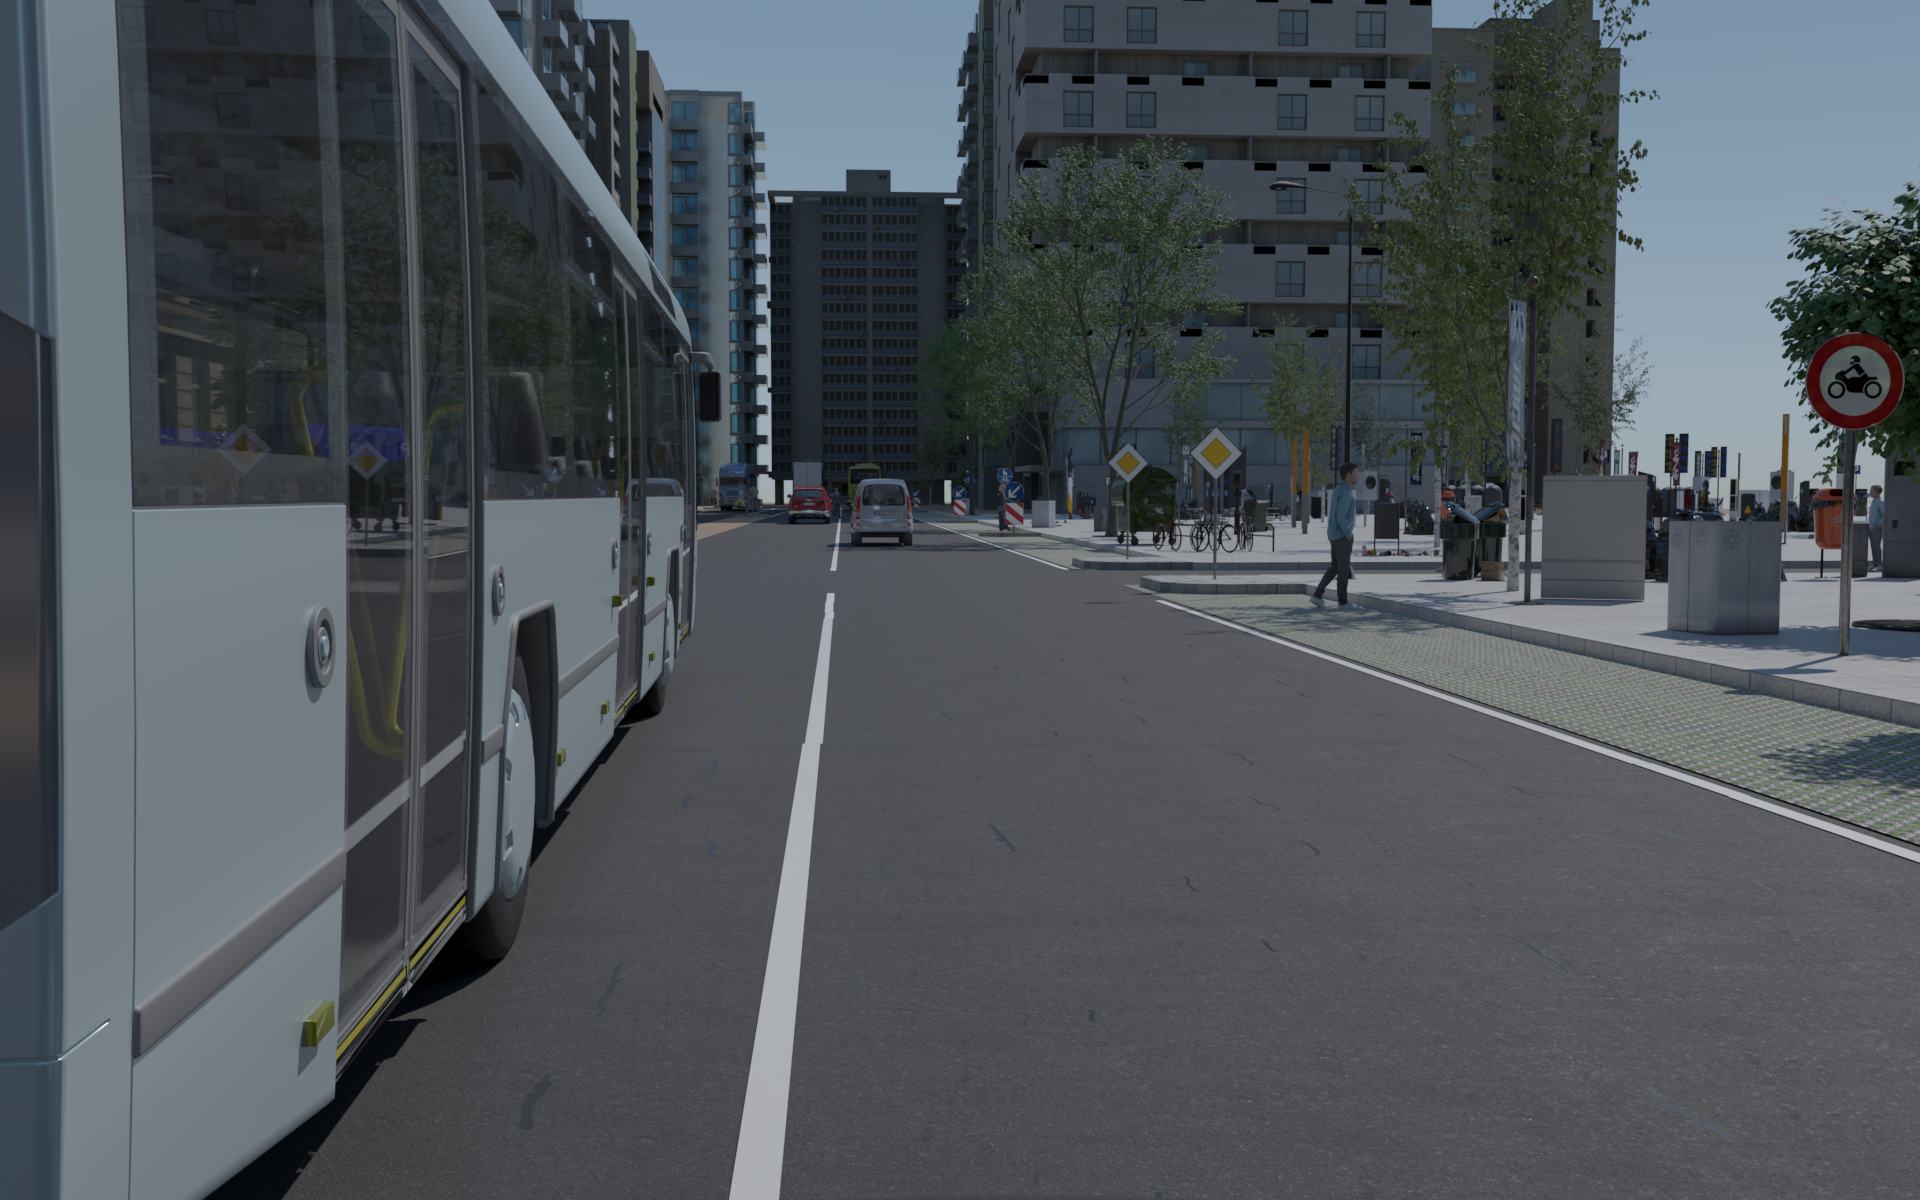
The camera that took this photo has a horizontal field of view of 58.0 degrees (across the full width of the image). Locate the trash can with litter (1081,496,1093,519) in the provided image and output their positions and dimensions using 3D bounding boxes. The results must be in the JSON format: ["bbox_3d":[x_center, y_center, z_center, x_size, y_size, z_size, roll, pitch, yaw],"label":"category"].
[{"bbox_3d":[6.590,-4.775,89.461,0.624,1.170,1.055,0,4,0],"label":"trash can with litter"}]

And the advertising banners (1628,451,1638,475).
[{"bbox_3d":[27.233,-4.614,71.630,0.090,3.025,2.074,-2,4,-24],"label":"advertising banners"}]

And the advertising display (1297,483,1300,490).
[{"bbox_3d":[18.904,-5.611,96.957,0.123,1.923,0.974,1,4,16],"label":"advertising display"}]

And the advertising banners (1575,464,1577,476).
[{"bbox_3d":[31.850,-5.692,89.251,0.090,3.025,2.074,1,4,12],"label":"advertising banners"}]

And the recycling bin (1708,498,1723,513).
[{"bbox_3d":[46.951,-5.819,107.699,0.722,1.027,0.722,3,5,41],"label":"recycling bin"}]

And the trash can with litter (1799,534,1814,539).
[{"bbox_3d":[24.902,-2.367,49.755,2.233,1.210,1.678,-1,4,-23],"label":"trash can with litter"}]

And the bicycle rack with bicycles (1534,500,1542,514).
[{"bbox_3d":[36.456,-5.826,108.635,2.852,0.926,2.925,-2,4,-31],"label":"bicycle rack with bicycles"}]

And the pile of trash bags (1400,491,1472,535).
[{"bbox_3d":[15.021,-2.715,54.145,1.912,1.369,3.447,0,4,6],"label":"pile of trash bags"}]

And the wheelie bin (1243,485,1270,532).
[{"bbox_3d":[10.001,-3.107,58.711,0.980,1.594,0.693,-3,4,-36],"label":"wheelie bin"}]

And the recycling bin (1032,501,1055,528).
[{"bbox_3d":[3.205,-3.292,66.377,0.722,1.027,0.722,2,4,24],"label":"recycling bin"}]

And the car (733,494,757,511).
[{"bbox_3d":[-17.985,-8.257,145.219,2.015,1.641,3.980,0,4,-2],"label":"car"}]

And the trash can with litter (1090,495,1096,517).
[{"bbox_3d":[7.187,-5.204,96.150,1.678,1.210,2.233,-2,4,-34],"label":"trash can with litter"}]

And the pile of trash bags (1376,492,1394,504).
[{"bbox_3d":[23.110,-5.043,92.204,1.912,1.369,3.447,0,4,2],"label":"pile of trash bags"}]

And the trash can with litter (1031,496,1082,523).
[{"bbox_3d":[3.994,-3.972,76.007,2.233,1.210,1.678,-1,4,-8],"label":"trash can with litter"}]

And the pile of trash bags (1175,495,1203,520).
[{"bbox_3d":[11.458,-4.668,86.079,1.912,1.369,3.447,-3,5,-41],"label":"pile of trash bags"}]

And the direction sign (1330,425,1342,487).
[{"bbox_3d":[12.383,-3.979,57.060,0.379,3.537,0.876,2,4,35],"label":"direction sign"}]

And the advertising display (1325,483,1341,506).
[{"bbox_3d":[22.352,-6.014,103.549,0.974,1.923,0.123,1,4,18],"label":"advertising display"}]

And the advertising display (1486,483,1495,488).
[{"bbox_3d":[29.720,-5.631,97.276,0.974,1.923,0.123,-3,5,-44],"label":"advertising display"}]

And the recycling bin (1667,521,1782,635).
[{"bbox_3d":[7.099,-0.217,16.100,0.722,1.027,0.722,-1,4,-12],"label":"recycling bin"}]

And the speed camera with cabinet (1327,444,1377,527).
[{"bbox_3d":[15.284,-4.471,67.431,2.038,3.252,0.660,-2,4,-29],"label":"speed camera with cabinet"}]

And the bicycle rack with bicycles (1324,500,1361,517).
[{"bbox_3d":[20.670,-5.139,97.404,2.852,0.926,2.925,-3,4,-37],"label":"bicycle rack with bicycles"}]

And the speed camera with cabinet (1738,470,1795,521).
[{"bbox_3d":[31.240,-4.452,67.127,0.660,3.252,2.038,-2,4,-29],"label":"speed camera with cabinet"}]

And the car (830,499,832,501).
[{"bbox_3d":[-10.167,-6.846,123.735,2.131,1.459,4.920,0,4,-5],"label":"car"}]

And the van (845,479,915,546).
[{"bbox_3d":[-2.254,-2.583,49.245,2.013,2.044,4.112,0,4,-5],"label":"van"}]

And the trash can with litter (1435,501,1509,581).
[{"bbox_3d":[7.702,-0.885,25.860,1.055,1.170,0.624,2,4,34],"label":"trash can with litter"}]

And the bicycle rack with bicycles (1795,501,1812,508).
[{"bbox_3d":[54.454,-5.840,108.863,2.925,0.926,2.852,-2,4,-32],"label":"bicycle rack with bicycles"}]

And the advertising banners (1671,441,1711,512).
[{"bbox_3d":[24.071,-3.728,57.143,0.090,3.025,2.074,-1,4,-12],"label":"advertising banners"}]

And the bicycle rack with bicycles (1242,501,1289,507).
[{"bbox_3d":[14.201,-4.215,82.292,2.925,0.926,2.852,-1,4,-19],"label":"bicycle rack with bicycles"}]

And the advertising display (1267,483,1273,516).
[{"bbox_3d":[18.293,-5.934,102.242,0.123,1.923,0.974,0,4,-4],"label":"advertising display"}]

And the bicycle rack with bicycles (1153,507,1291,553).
[{"bbox_3d":[5.807,-1.558,38.855,2.852,0.926,2.925,-1,4,-10],"label":"bicycle rack with bicycles"}]

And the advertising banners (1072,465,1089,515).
[{"bbox_3d":[7.238,-6.653,104.969,0.090,3.025,2.074,3,4,37],"label":"advertising banners"}]

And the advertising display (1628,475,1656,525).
[{"bbox_3d":[23.375,-3.320,59.491,0.974,1.923,0.123,1,4,21],"label":"advertising display"}]

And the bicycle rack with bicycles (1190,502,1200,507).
[{"bbox_3d":[9.909,-4.027,79.227,2.852,0.926,2.925,3,5,42],"label":"bicycle rack with bicycles"}]

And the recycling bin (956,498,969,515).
[{"bbox_3d":[0.204,-5.714,105.975,0.722,1.027,0.722,-1,4,-16],"label":"recycling bin"}]

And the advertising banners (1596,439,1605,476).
[{"bbox_3d":[20.519,-3.583,54.766,0.090,3.025,2.074,0,4,4],"label":"advertising banners"}]

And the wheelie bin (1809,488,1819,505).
[{"bbox_3d":[46.771,-5.314,94.789,0.980,1.594,0.693,-1,4,-18],"label":"wheelie bin"}]

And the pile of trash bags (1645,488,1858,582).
[{"bbox_3d":[11.745,-0.998,26.077,3.447,1.369,1.912,0,4,-3],"label":"pile of trash bags"}]

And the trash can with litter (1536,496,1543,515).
[{"bbox_3d":[35.598,-5.706,104.349,2.233,1.210,1.678,3,4,39],"label":"trash can with litter"}]

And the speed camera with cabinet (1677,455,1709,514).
[{"bbox_3d":[37.306,-5.734,88.094,2.038,3.252,0.660,-3,4,-36],"label":"speed camera with cabinet"}]

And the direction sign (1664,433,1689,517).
[{"bbox_3d":[26.791,-4.454,64.820,0.379,3.537,0.876,-3,5,-44],"label":"direction sign"}]

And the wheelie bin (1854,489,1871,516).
[{"bbox_3d":[52.235,-5.654,100.344,0.980,1.594,0.693,1,4,21],"label":"wheelie bin"}]

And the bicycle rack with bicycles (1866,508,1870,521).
[{"bbox_3d":[45.322,-4.332,84.215,2.852,0.926,2.925,2,4,33],"label":"bicycle rack with bicycles"}]

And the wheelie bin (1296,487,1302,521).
[{"bbox_3d":[16.197,-4.567,82.578,0.693,1.594,0.980,0,4,8],"label":"wheelie bin"}]

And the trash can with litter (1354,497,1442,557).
[{"bbox_3d":[9.193,-1.515,35.832,2.233,1.210,1.678,2,4,28],"label":"trash can with litter"}]

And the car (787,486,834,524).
[{"bbox_3d":[-7.278,-4.613,84.089,2.281,1.827,5.304,0,4,-4],"label":"car"}]
